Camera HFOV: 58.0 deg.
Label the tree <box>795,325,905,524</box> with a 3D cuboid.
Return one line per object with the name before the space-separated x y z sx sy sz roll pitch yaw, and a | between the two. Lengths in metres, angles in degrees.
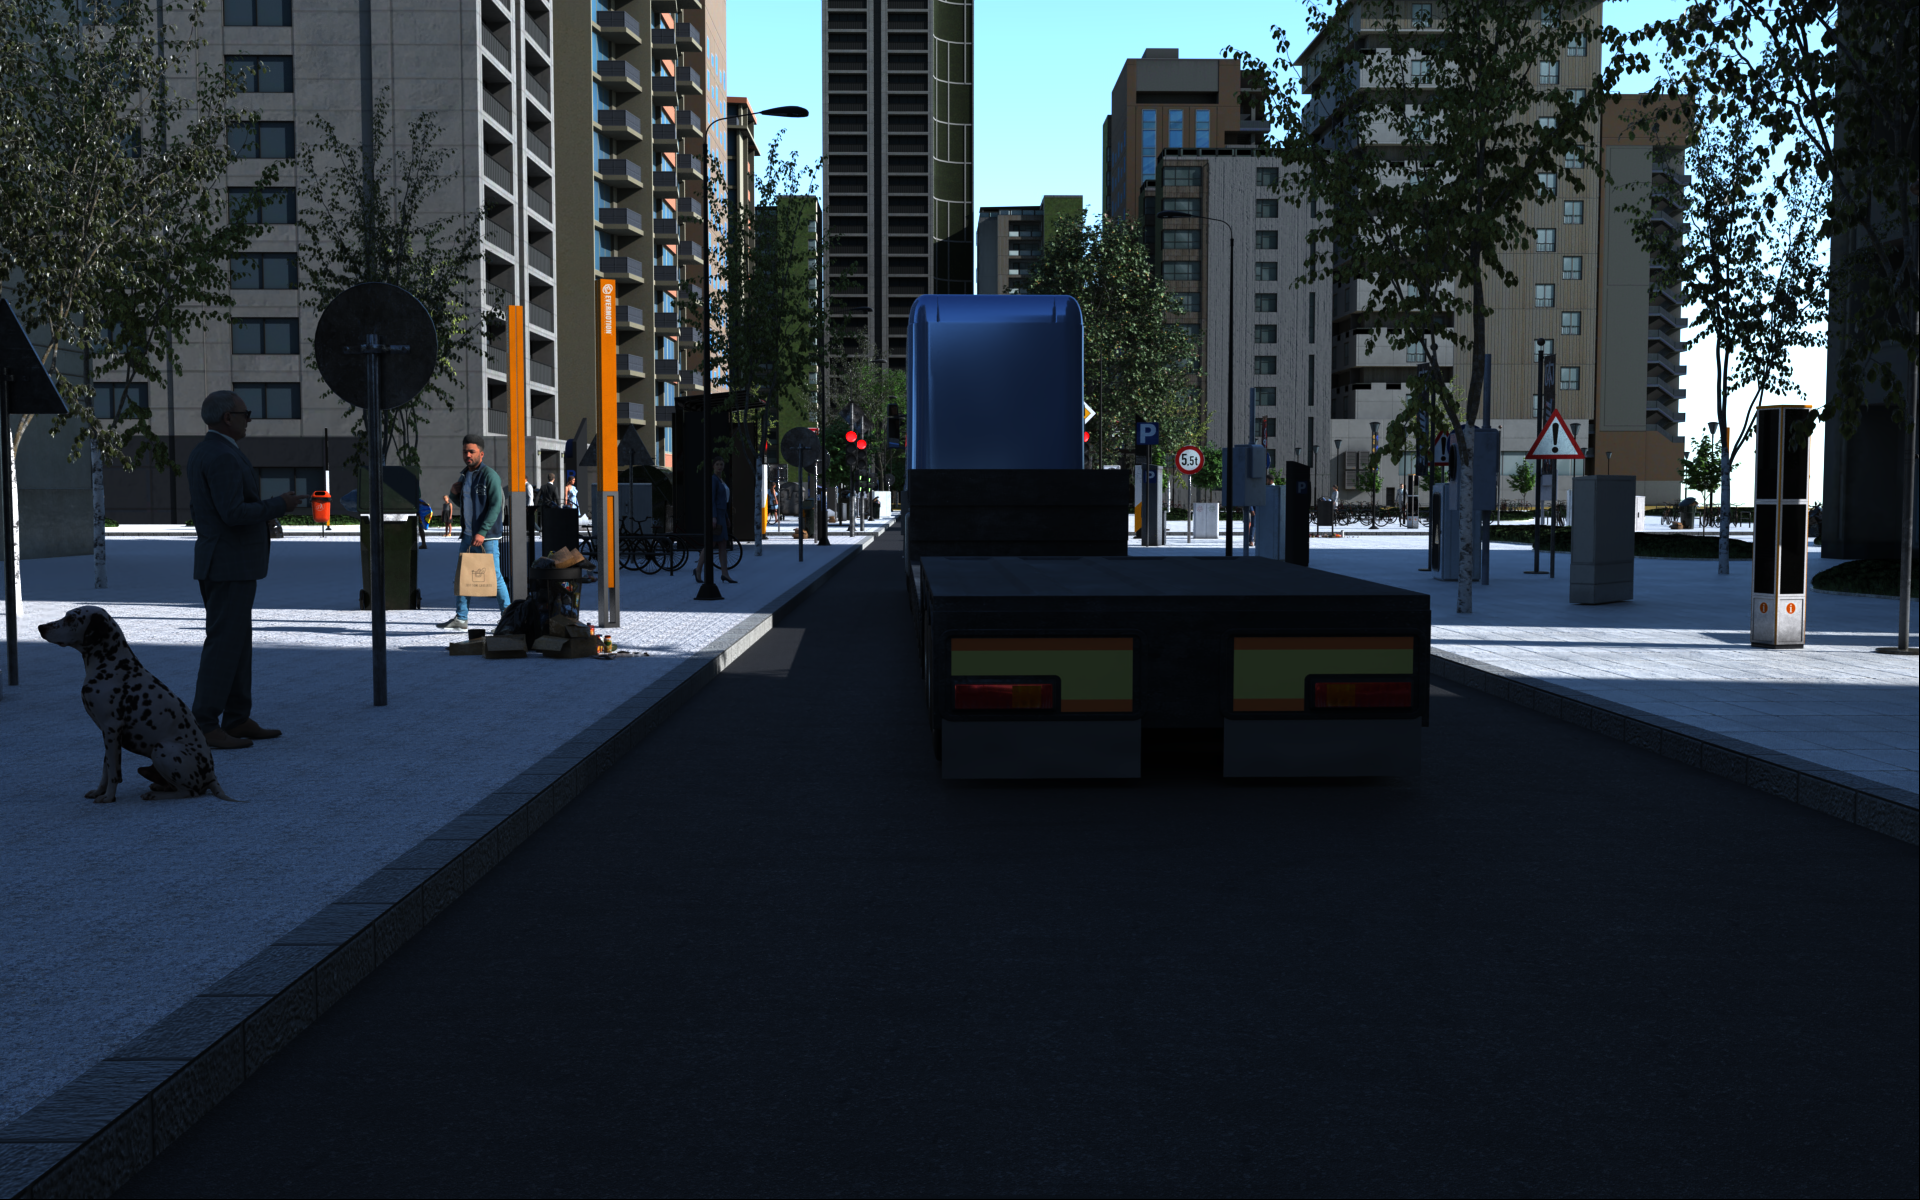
tree | -4.799 -7.606 74.719 4.360 8.622 3.978 0 3 0

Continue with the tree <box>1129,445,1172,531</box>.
tree | 6.952 -4.062 61.015 1.663 3.219 1.824 0 3 0

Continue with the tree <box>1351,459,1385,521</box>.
tree | 20.092 -5.481 84.221 1.663 3.219 1.824 0 3 0

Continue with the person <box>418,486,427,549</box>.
person | -12.681 -2.082 40.334 0.529 1.795 0.600 -2 4 -32

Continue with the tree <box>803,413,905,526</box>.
tree | -4.746 -5.270 69.886 4.285 4.588 4.351 0 3 0

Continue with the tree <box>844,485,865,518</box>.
tree | -5.612 -6.023 93.083 1.663 3.219 1.824 0 3 0

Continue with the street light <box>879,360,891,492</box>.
street light | -3.217 -5.343 59.905 1.470 5.913 1.316 0 4 -1

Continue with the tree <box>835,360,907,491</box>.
tree | -6.105 -12.684 133.134 9.928 11.665 9.643 0 3 0

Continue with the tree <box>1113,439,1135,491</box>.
tree | 13.226 -10.907 128.695 4.360 8.622 3.978 0 3 0

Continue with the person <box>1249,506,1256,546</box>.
person | 7.338 -2.240 42.846 0.721 1.800 0.419 -2 4 -35

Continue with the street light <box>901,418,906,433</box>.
street light | -4.038 -8.127 105.424 1.470 5.913 1.316 0 4 -1

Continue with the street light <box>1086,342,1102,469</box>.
street light | 3.660 -4.846 51.768 1.470 5.913 1.316 0 4 -1

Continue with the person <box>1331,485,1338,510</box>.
person | 18.180 -4.718 83.928 0.760 1.731 0.466 -3 5 -43

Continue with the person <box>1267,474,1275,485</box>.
person | 8.081 -2.395 45.385 0.466 1.800 0.511 0 4 4

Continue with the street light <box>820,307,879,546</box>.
street light | -2.853 -4.315 43.090 1.470 5.913 1.316 0 4 -1

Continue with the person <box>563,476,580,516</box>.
person | -11.402 -2.717 50.568 0.778 1.811 0.616 2 4 25

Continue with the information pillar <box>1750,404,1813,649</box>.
information pillar | 6.827 -0.607 14.410 0.304 2.012 0.304 -1 4 -16

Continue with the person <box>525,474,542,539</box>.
person | -12.209 -2.645 49.136 0.795 1.843 0.661 -2 4 -28

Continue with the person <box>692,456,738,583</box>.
person | -3.530 -1.156 24.974 0.654 1.822 0.581 2 4 27

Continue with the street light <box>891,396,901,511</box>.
street light | -3.678 -6.702 82.114 1.470 5.913 1.316 0 4 -1

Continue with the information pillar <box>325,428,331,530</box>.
information pillar | -22.429 -4.285 61.413 0.183 3.616 0.504 -1 4 -17

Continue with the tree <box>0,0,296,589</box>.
tree | -11.454 -4.464 23.353 4.737 8.622 4.395 0 3 0

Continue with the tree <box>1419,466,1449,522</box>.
tree | 22.028 -5.245 80.350 1.663 3.219 1.824 0 3 0

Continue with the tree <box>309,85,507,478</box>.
tree | -10.679 -5.014 32.339 4.360 8.622 3.978 0 3 0

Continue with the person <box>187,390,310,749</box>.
person | -3.653 -0.160 8.836 0.590 1.801 0.661 -2 4 -35

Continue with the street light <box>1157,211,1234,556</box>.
street light | 3.921 -3.426 28.554 1.470 5.913 1.316 0 4 -1

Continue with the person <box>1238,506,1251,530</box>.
person | 7.842 -2.477 46.900 0.716 1.782 0.532 -3 5 -42

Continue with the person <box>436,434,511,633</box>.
person | -4.379 -0.596 15.778 0.713 1.824 0.794 -2 4 -33

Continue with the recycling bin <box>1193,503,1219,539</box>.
recycling bin | 7.100 -2.294 50.055 0.722 1.027 0.722 0 4 5

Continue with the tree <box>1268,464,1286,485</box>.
tree | 20.284 -7.210 112.484 1.663 3.219 1.824 0 3 0

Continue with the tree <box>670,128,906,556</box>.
tree | -4.114 -5.230 35.878 4.737 8.622 4.395 0 3 0

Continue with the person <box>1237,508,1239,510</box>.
person | 19.149 -6.892 118.087 0.648 1.900 0.474 3 5 43

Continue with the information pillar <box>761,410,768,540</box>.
information pillar | -5.514 -3.514 48.809 0.183 3.616 0.504 0 4 3

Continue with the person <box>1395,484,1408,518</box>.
person | 22.502 -5.008 88.050 0.709 1.813 0.853 1 4 14

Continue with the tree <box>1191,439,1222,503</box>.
tree | 15.062 -7.386 104.473 4.285 4.588 4.351 0 3 0

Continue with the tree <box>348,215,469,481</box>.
tree | -14.662 -5.797 45.143 4.737 8.622 4.395 0 3 0

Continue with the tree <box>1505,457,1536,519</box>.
tree | 29.169 -5.830 89.922 1.663 3.219 1.824 0 3 0

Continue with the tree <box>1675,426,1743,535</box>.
tree | 21.306 -3.368 49.667 1.663 3.219 1.824 0 3 0

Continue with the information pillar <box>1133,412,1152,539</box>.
information pillar | 5.243 -3.567 49.680 0.504 3.616 0.183 1 4 12

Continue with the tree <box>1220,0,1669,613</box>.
tree | 5.236 -4.171 18.558 4.737 8.622 4.395 0 3 0

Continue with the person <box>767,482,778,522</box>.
person | -8.420 -4.387 77.859 0.778 1.811 0.616 -2 4 -29

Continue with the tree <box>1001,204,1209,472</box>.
tree | 5.129 -9.274 68.638 9.611 12.733 9.660 0 3 0

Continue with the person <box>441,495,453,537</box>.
person | -15.416 -2.527 52.029 0.362 1.253 0.373 2 4 28

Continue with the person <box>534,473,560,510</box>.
person | -11.209 -2.537 47.300 0.659 1.850 0.755 1 4 15

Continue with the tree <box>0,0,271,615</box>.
tree | -9.849 -4.150 18.216 4.360 8.622 3.978 0 3 0
